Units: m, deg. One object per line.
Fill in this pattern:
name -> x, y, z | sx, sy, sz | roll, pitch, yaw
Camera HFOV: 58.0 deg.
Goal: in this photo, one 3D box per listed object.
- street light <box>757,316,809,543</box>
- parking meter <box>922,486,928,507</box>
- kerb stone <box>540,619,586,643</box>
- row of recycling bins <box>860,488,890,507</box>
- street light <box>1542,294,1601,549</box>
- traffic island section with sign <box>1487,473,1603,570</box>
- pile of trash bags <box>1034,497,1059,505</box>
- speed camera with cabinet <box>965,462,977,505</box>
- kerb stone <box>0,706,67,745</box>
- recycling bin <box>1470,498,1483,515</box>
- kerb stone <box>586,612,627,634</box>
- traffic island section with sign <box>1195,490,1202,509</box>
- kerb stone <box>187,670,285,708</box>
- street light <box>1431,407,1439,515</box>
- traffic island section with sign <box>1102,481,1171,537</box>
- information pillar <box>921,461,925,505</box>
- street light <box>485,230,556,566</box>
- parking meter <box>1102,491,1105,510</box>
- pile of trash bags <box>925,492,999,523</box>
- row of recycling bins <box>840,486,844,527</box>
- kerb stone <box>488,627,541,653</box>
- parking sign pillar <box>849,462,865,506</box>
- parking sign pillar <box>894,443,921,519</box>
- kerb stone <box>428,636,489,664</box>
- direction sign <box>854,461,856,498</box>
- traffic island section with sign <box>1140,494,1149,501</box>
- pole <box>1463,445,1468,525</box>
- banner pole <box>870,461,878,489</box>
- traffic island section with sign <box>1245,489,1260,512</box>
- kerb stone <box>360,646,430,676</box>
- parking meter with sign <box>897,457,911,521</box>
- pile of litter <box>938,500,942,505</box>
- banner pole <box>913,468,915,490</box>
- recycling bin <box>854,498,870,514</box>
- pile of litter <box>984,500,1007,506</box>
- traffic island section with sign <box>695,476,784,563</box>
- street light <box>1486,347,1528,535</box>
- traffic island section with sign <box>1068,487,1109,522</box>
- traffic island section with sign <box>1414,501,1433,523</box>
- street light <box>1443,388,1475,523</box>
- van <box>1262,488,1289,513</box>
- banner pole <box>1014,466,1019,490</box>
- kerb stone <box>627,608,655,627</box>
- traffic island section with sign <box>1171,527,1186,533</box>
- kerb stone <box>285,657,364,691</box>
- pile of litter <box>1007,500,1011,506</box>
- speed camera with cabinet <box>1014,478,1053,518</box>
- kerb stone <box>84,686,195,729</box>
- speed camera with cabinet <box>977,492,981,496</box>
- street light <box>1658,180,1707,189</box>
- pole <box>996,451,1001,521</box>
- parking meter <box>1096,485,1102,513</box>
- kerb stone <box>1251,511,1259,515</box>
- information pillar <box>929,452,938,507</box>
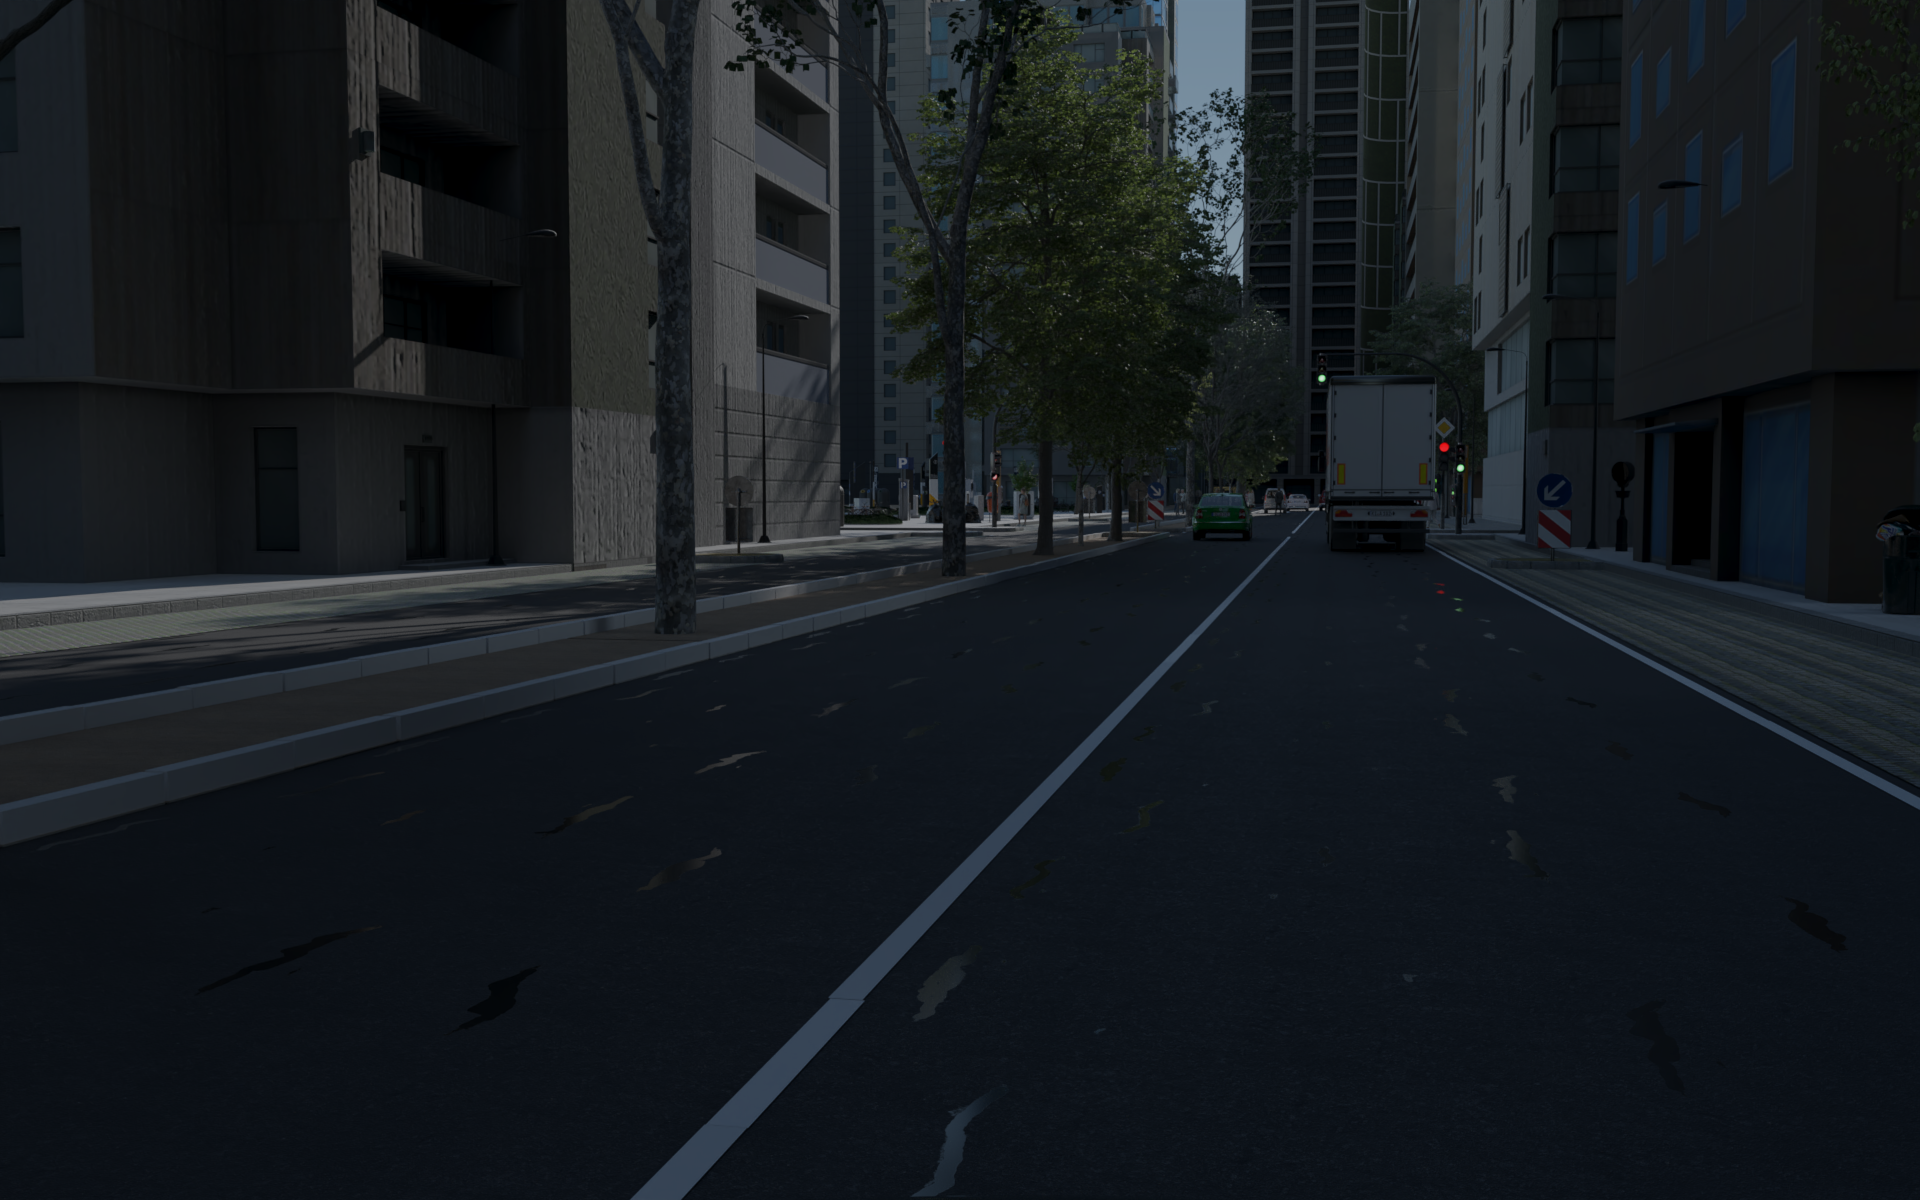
street light -> -4.620, -4.450, 45.306 | 1.470, 5.913, 1.316 | 1, 4, 12
parking meter -> -2.471, -7.109, 121.943 | 0.255, 1.863, 0.399 | -2, 4, -27
kerb stone -> -3.962, 0.318, 16.997 | 0.120, 0.150, 1.000 | 1, 4, 12
row of recycling bins -> -6.004, -7.053, 122.433 | 1.069, 1.692, 3.534 | -2, 4, -31
street light -> 14.213, -4.142, 40.271 | 1.470, 5.913, 1.316 | 1, 4, 12
traffic island section with sign -> 11.312, -1.527, 33.595 | 1.989, 1.847, 2.006 | 1, 4, 12
pile of trash bags -> 6.642, -7.549, 133.179 | 1.912, 1.369, 3.447 | 0, 4, -4
speed camera with cabinet -> 0.324, -6.741, 104.551 | 0.660, 3.252, 2.038 | 1, 4, 12
kerb stone -> -5.455, 0.747, 9.982 | 0.120, 0.150, 1.000 | 1, 4, 12
recycling bin -> 31.770, -5.736, 106.337 | 0.722, 1.027, 0.722 | 0, 4, 6
kerb stone -> -3.746, 0.256, 18.008 | 0.120, 0.150, 1.000 | 1, 4, 12
traffic island section with sign -> 22.921, -9.636, 166.170 | 1.989, 1.847, 2.006 | 1, 4, 12
kerb stone -> -5.037, 0.625, 11.983 | 0.120, 0.150, 1.000 | 1, 4, 12
street light -> 25.151, -7.258, 91.207 | 1.470, 5.913, 1.316 | 1, 4, 12
traffic island section with sign -> 5.862, -3.039, 57.827 | 2.006, 1.907, 1.989 | 1, 4, 12
information pillar -> -2.648, -8.098, 123.763 | 0.183, 3.616, 0.504 | 2, 4, 30
street light -> -7.777, -3.557, 30.701 | 1.470, 5.913, 1.316 | 1, 4, 12
parking meter -> 11.197, -7.783, 135.657 | 0.372, 1.533, 0.369 | 0, 3, 0
pile of trash bags -> 0.266, -4.098, 76.760 | 3.447, 1.369, 1.912 | -2, 4, -32
row of recycling bins -> -5.528, -3.797, 69.200 | 1.069, 1.692, 3.534 | -2, 4, -24
kerb stone -> -4.171, 0.382, 15.993 | 0.120, 0.150, 1.000 | 1, 4, 12
parking sign pillar -> -8.594, -9.561, 144.786 | 1.447, 3.967, 1.447 | -1, 4, -13
parking sign pillar -> -2.800, -6.298, 91.441 | 1.447, 3.967, 1.447 | -1, 4, -14
kerb stone -> -4.393, 0.444, 14.983 | 0.120, 0.150, 1.000 | 1, 4, 12
direction sign -> -7.327, -7.857, 120.459 | 0.379, 3.537, 0.876 | -1, 4, -10
traffic island section with sign -> 12.574, -6.675, 117.768 | 1.989, 1.847, 2.006 | 1, 4, 12
pole -> 21.132, -4.804, 72.391 | 0.158, 3.312, 0.155 | 0, 3, 0
banner pole -> -6.632, -8.729, 132.737 | 0.863, 3.779, 0.401 | 1, 4, 13
traffic island section with sign -> 23.124, -7.977, 138.554 | 2.006, 1.907, 1.989 | 1, 4, 12
kerb stone -> -4.608, 0.502, 13.982 | 0.120, 0.150, 1.000 | 1, 4, 12
parking meter with sign -> -2.658, -5.311, 83.098 | 0.543, 3.016, 1.738 | 0, 4, 4
pile of litter -> -1.863, -7.686, 139.627 | 1.176, 0.858, 1.719 | -3, 5, -42
banner pole -> -4.118, -9.411, 143.881 | 0.863, 3.779, 0.401 | 1, 4, 14
recycling bin -> -5.902, -5.595, 104.037 | 0.722, 1.027, 0.722 | -2, 4, -33
pile of litter -> 2.374, -7.201, 131.704 | 1.719, 0.858, 1.176 | -1, 4, -15
traffic island section with sign -> -4.809, -1.705, 36.505 | 1.989, 1.847, 2.006 | 1, 4, 12
street light -> 17.348, -5.036, 54.880 | 1.470, 5.913, 1.316 | 1, 4, 12
traffic island section with sign -> 6.789, -5.021, 90.722 | 1.989, 1.847, 2.006 | 1, 4, 12
traffic island section with sign -> 22.851, -4.826, 87.535 | 1.989, 1.847, 2.006 | 1, 4, 12
street light -> 21.998, -6.337, 76.154 | 1.470, 5.913, 1.316 | 1, 4, 12
van -> 23.704, -7.528, 130.098 | 2.013, 2.044, 4.112 | 1, 4, 11
banner pole -> 4.636, -8.988, 136.968 | 0.863, 3.779, 0.401 | 0, 4, -5
kerb stone -> -3.536, 0.195, 19.012 | 0.120, 0.150, 1.000 | 1, 4, 12
traffic island section with sign -> 7.420, -3.482, 65.069 | 2.006, 1.907, 1.989 | 1, 4, 12
kerb stone -> -4.817, 0.570, 12.982 | 0.120, 0.150, 1.000 | 1, 4, 12
pile of litter -> 3.860, -7.469, 136.075 | 1.719, 0.858, 1.176 | 0, 4, 1
speed camera with cabinet -> 3.931, -6.024, 92.832 | 2.038, 3.252, 0.660 | -1, 4, -15
kerb stone -> -5.242, 0.692, 10.982 | 0.120, 0.150, 1.000 | 1, 4, 12
speed camera with cabinet -> 1.155, -9.037, 142.089 | 0.660, 3.252, 2.038 | 1, 4, 20
street light -> 11.016, -3.250, 25.674 | 1.470, 5.913, 1.316 | 1, 4, 12
pole -> 1.814, -5.366, 81.576 | 0.158, 3.312, 0.155 | 0, 3, 0
parking meter -> 9.227, -6.680, 114.922 | 0.399, 1.863, 0.255 | 0, 4, -8
kerb stone -> 21.360, -6.308, 125.358 | 0.120, 0.150, 1.000 | 1, 4, 12
information pillar -> -1.449, -6.411, 96.175 | 0.504, 3.616, 0.183 | -1, 4, -23
